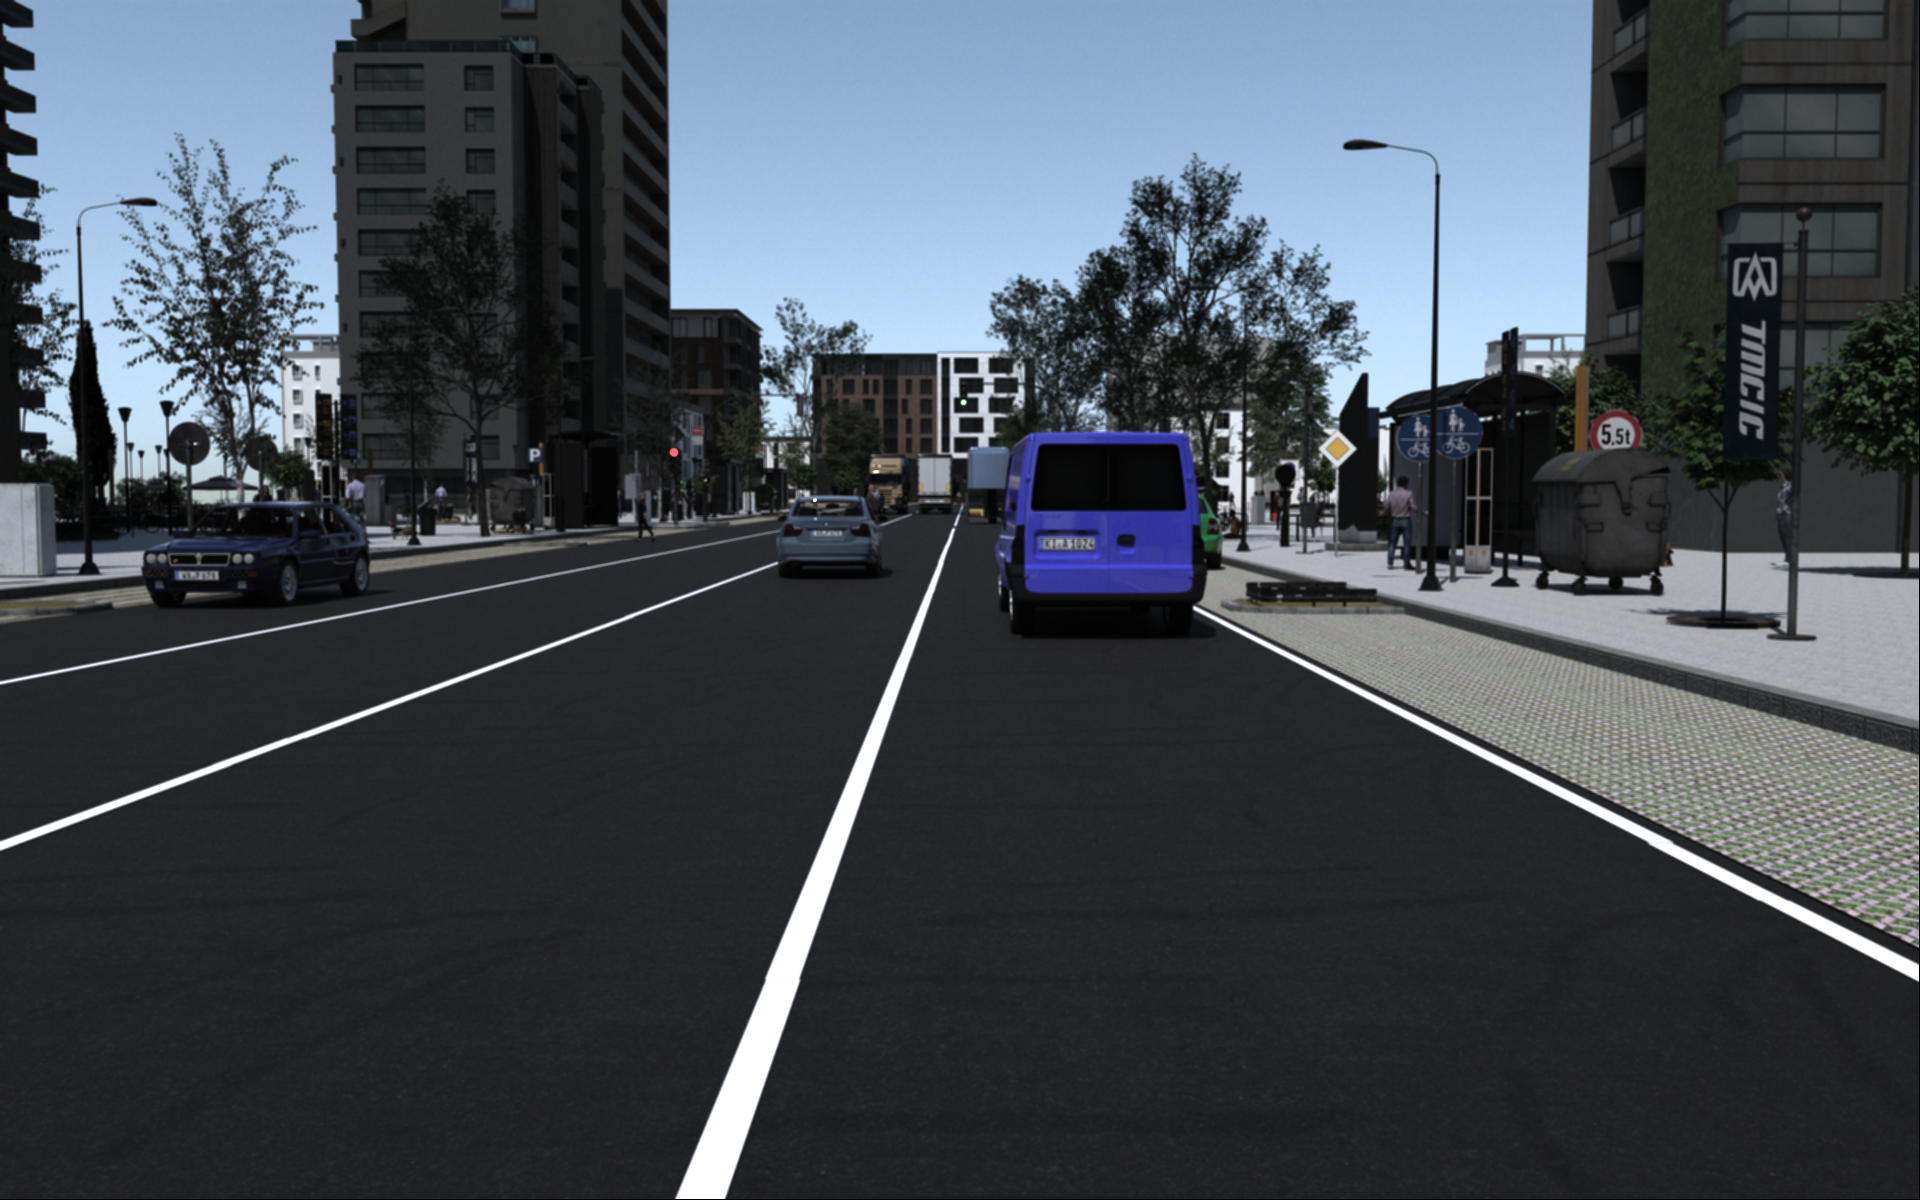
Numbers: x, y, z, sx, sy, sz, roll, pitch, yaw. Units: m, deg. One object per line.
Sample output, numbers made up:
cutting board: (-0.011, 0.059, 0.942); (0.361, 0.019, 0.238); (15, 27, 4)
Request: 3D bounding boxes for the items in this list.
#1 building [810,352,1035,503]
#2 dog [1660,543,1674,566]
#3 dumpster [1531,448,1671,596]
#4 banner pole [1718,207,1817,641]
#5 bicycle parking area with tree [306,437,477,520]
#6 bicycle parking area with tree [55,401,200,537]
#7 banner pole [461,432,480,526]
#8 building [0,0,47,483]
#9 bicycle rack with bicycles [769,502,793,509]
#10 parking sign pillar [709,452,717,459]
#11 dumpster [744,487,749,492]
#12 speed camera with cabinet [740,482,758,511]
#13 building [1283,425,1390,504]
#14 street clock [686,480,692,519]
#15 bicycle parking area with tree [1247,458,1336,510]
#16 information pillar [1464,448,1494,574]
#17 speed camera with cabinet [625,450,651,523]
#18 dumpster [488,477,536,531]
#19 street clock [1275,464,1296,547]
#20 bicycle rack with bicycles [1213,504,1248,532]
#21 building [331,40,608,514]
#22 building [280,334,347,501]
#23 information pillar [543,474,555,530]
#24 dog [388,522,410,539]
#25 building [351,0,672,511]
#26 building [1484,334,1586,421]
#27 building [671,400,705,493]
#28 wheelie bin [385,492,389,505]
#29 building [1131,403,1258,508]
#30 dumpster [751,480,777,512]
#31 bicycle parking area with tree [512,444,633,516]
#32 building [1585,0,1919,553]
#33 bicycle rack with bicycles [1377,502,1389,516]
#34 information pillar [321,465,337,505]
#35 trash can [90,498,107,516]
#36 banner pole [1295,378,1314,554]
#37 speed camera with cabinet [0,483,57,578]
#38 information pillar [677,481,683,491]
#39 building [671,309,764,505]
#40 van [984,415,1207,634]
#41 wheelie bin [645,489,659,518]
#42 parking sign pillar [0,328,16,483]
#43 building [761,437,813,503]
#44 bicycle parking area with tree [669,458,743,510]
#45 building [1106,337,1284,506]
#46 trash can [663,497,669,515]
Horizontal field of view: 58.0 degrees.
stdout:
building: (-5.412, -25.594, 262.441); (32.646, 21.610, 27.936); (0, 4, 0)
dog: (12.451, -0.801, 30.830); (0.748, 0.427, 0.550); (0, 4, -7)
dumpster: (8.330, -1.025, 22.526); (1.264, 1.857, 1.865); (0, 4, 0)
banner pole: (7.130, -1.543, 15.242); (0.863, 3.779, 0.401); (0, 4, 7)
bicycle parking area with tree: (-30.408, -6.159, 87.699); (8.231, 4.147, 9.016); (1, 4, 10)
bicycle parking area with tree: (-26.171, -4.182, 55.375); (9.016, 4.147, 8.231); (-2, 4, -25)
banner pole: (-20.033, -4.965, 71.189); (0.863, 3.779, 0.401); (-3, 5, -39)
building: (-62.094, -27.285, 96.221); (14.200, 45.320, 14.600); (0, 4, 0)
bicycle rack with bicycles: (-15.618, -8.211, 147.629); (2.925, 0.926, 2.852); (0, 4, -7)
parking sign pillar: (-15.579, -7.548, 111.882); (1.447, 3.967, 1.447); (3, 5, 44)
dumpster: (-15.971, -8.098, 134.890); (1.502, 2.255, 1.985); (0, 4, 0)
speed camera with cabinet: (-16.061, -8.212, 128.603); (2.038, 3.252, 0.660); (1, 4, 18)
building: (51.598, -16.680, 214.869); (28.070, 9.664, 9.099); (0, 4, 0)
street clock: (-14.034, -5.208, 89.725); (0.358, 2.002, 0.471); (0, 4, -5)
bicycle parking area with tree: (26.596, -9.199, 137.413); (8.231, 4.147, 9.016); (1, 4, 17)
information pillar: (8.330, -1.427, 27.822); (0.304, 2.012, 0.304); (-2, 4, -24)
speed camera with cabinet: (-14.657, -5.165, 78.783); (0.660, 3.252, 2.038); (1, 4, 8)
dumpster: (-15.514, -3.317, 59.992); (1.264, 1.857, 1.865); (0, 4, 0)
street clock: (7.907, -2.297, 42.126); (0.471, 2.002, 0.358); (0, 3, 0)
bicycle rack with bicycles: (8.761, -2.873, 60.352); (2.852, 0.926, 2.925); (-1, 4, -18)
building: (-31.776, -20.952, 114.273); (14.160, 30.474, 14.107); (0, 4, 0)
building: (-74.194, -21.701, 211.224); (11.380, 20.091, 16.016); (0, 4, 0)
information pillar: (-14.730, -3.523, 62.095); (0.304, 2.012, 0.304); (1, 4, 16)
dog: (-15.858, -1.963, 48.931); (0.540, 0.507, 0.406); (-2, 4, -27)
building: (-35.835, -31.550, 139.544); (21.300, 48.544, 21.600); (0, 4, 0)
building: (71.307, -21.666, 210.658); (11.380, 20.091, 16.016); (0, 4, 0)
building: (-29.388, -13.855, 168.670); (9.099, 9.664, 28.070); (0, 4, 0)
wheelie bin: (-26.638, -4.384, 79.593); (0.693, 1.594, 0.980); (-2, 4, -35)
building: (22.798, -14.127, 173.123); (9.099, 9.664, 28.070); (0, 4, 0)
dumpster: (-13.775, -7.334, 122.410); (1.502, 2.255, 1.985); (0, 4, 0)
bicycle parking area with tree: (-23.545, -6.974, 101.028); (8.231, 4.147, 9.016); (2, 4, 33)
building: (23.766, -21.997, 43.251); (14.154, 41.232, 14.086); (0, 4, 0)
bicycle rack with bicycles: (19.995, -4.056, 79.701); (2.925, 0.926, 2.852); (-2, 4, -31)
information pillar: (-15.780, -2.381, 43.421); (0.304, 2.012, 0.304); (1, 4, 17)
trash can: (-35.066, -3.597, 70.470); (0.748, 1.137, 0.748); (0, 3, 0)
banner pole: (7.460, -2.880, 37.097); (0.401, 3.779, 0.863); (0, 4, -1)
speed camera with cabinet: (-15.121, -1.978, 26.674); (2.038, 3.252, 0.660); (0, 4, -4)
information pillar: (-15.296, -5.500, 94.409); (0.304, 2.012, 0.304); (1, 4, 14)
building: (-40.776, -22.107, 205.426); (32.646, 21.610, 27.936); (0, 4, 0)
van: (1.425, -0.919, 19.414); (2.240, 2.365, 5.245); (0, 4, -1)
wheelie bin: (-16.676, -5.222, 93.285); (0.980, 1.594, 0.693); (1, 4, 21)
parking sign pillar: (-16.057, -2.420, 28.040); (1.447, 3.967, 1.447); (-2, 4, -24)
building: (-35.813, -19.055, 253.693); (28.070, 9.664, 9.099); (0, 4, 0)
bicycle parking area with tree: (-20.685, -9.297, 139.008); (9.016, 4.147, 8.231); (1, 4, 15)
building: (26.792, -20.617, 203.543); (16.747, 18.905, 31.486); (0, 4, 0)
trash can: (-16.631, -5.226, 97.101); (0.748, 1.137, 0.748); (0, 3, 0)
